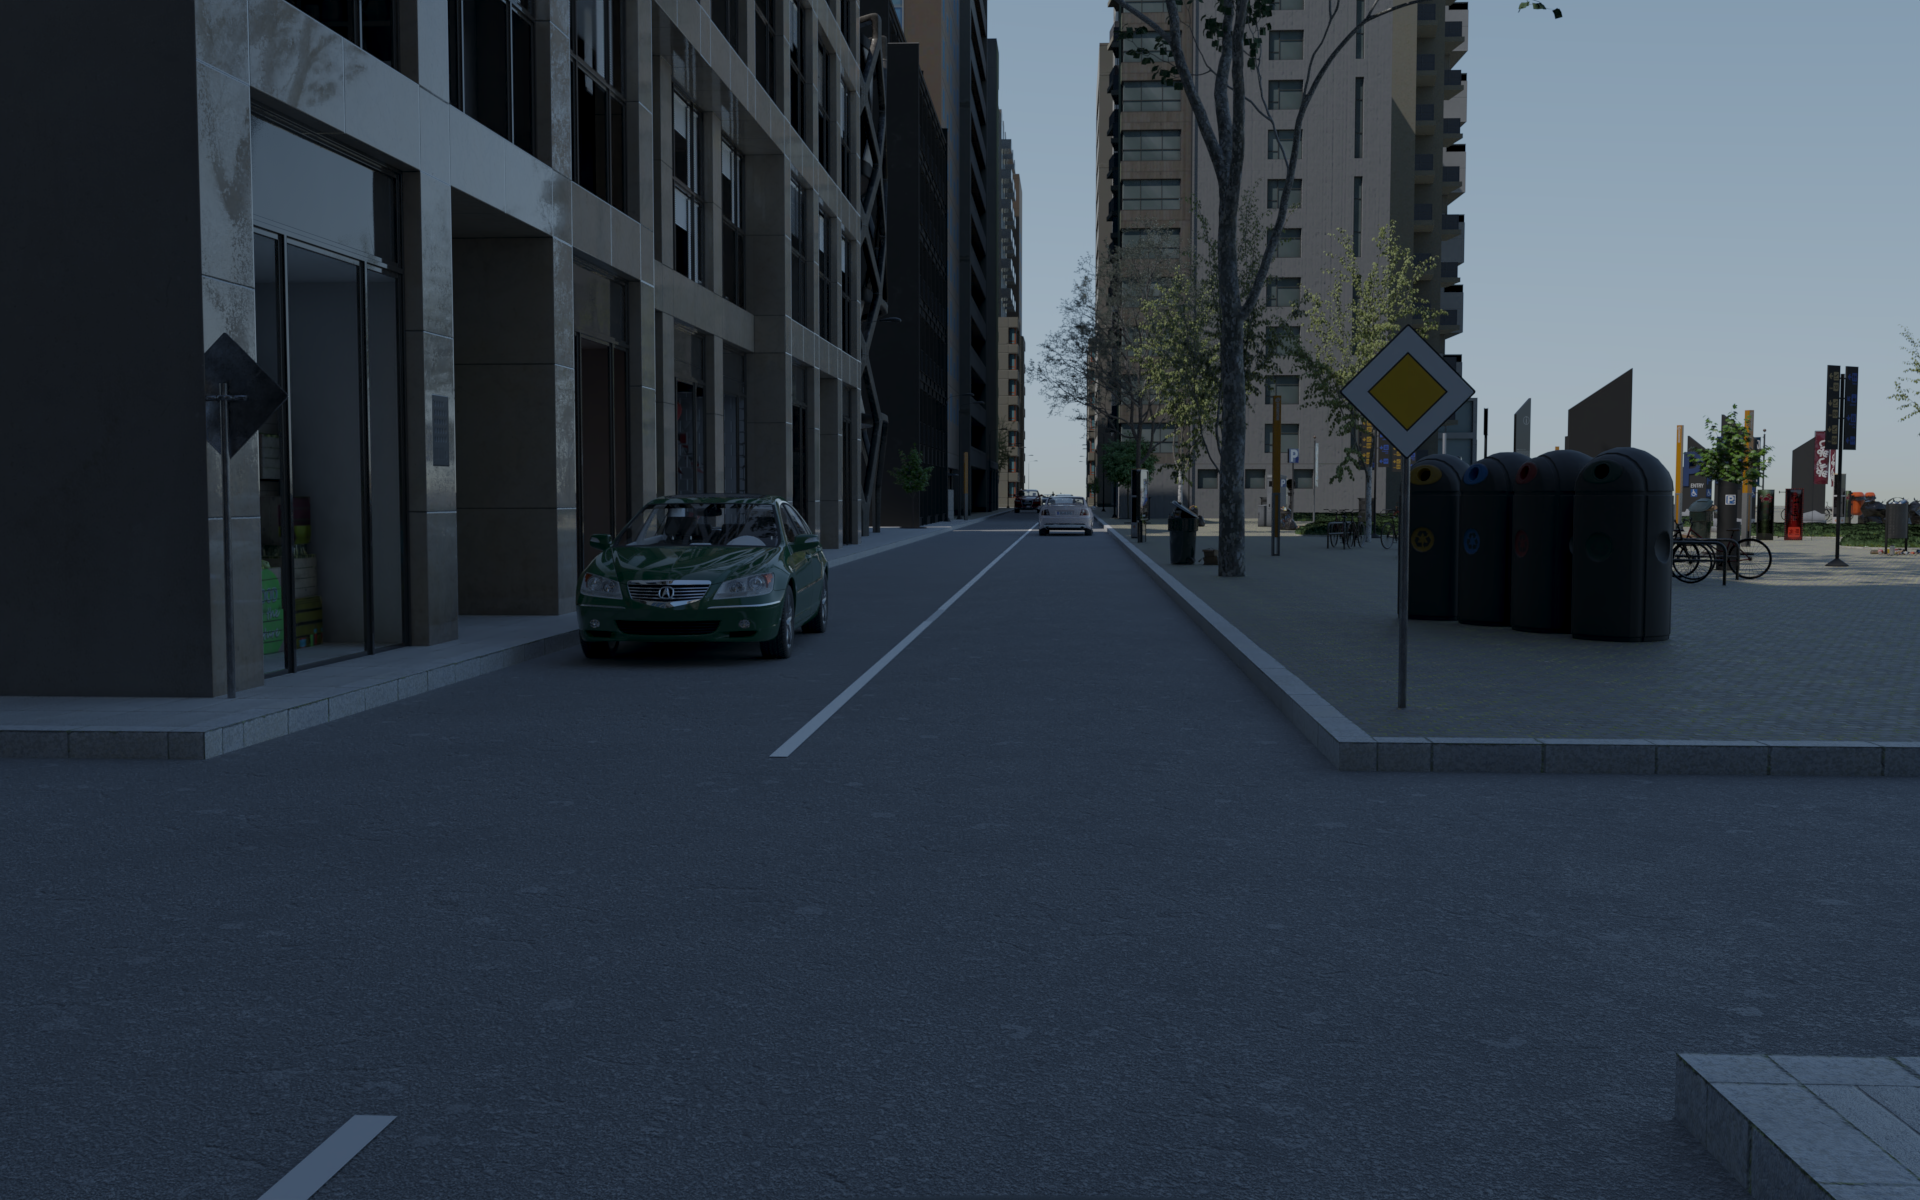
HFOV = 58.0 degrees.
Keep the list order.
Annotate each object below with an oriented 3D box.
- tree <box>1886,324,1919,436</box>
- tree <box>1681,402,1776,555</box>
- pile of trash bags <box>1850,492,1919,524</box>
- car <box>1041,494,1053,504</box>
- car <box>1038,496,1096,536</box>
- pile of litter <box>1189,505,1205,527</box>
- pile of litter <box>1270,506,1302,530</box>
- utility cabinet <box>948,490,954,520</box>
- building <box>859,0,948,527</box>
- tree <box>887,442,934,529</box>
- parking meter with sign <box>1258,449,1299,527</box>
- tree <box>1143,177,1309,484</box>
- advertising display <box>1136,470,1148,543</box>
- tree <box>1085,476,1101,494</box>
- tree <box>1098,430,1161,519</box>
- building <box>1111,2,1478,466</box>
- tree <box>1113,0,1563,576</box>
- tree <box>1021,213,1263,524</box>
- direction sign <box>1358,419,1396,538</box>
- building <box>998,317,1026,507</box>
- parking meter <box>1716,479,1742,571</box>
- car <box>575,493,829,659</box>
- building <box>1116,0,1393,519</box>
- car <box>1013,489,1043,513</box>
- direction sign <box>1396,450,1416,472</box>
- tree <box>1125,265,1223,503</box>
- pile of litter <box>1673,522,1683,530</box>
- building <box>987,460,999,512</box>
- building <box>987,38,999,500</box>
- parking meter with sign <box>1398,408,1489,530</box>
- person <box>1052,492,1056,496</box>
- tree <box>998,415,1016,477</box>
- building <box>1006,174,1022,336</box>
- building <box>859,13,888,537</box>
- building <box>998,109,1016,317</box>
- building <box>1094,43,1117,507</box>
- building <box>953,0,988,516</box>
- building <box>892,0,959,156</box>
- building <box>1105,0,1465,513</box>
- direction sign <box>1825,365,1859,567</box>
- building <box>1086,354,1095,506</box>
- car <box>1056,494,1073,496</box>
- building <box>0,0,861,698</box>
[{"bbox_3d":[34.200,-6.641,58.937,4.737,8.622,4.395,0,3,0],"label":"tree"},{"bbox_3d":[16.385,-2.566,36.559,1.663,3.219,1.824,0,3,0],"label":"tree"},{"bbox_3d":[39.476,-3.949,74.320,1.912,1.369,3.447,1,4,10],"label":"pile of trash bags"},{"bbox_3d":[12.137,-13.924,239.662,2.014,1.417,4.499,0,4,3],"label":"car"},{"bbox_3d":[3.755,-2.974,60.985,2.083,1.381,4.827,0,4,5],"label":"car"},{"bbox_3d":[8.915,-3.303,67.961,1.719,0.858,1.176,-2,4,-29],"label":"pile of litter"},{"bbox_3d":[11.756,-2.917,61.659,1.176,0.858,1.719,-1,4,-12],"label":"pile of litter"},{"bbox_3d":[-0.643,-4.627,84.336,0.318,1.500,1.173,-1,4,-21],"label":"utility cabinet"},{"bbox_3d":[-7.223,-15.008,75.051,12.332,23.373,15.834,0,4,4],"label":"building"},{"bbox_3d":[-1.671,-4.272,64.442,1.663,3.219,1.824,0,3,0],"label":"tree"},{"bbox_3d":[12.291,-4.337,67.178,0.543,3.016,1.738,-3,4,-36],"label":"parking meter with sign"},{"bbox_3d":[6.283,-5.553,41.146,4.360,8.622,3.978,0,3,0],"label":"tree"},{"bbox_3d":[4.827,-2.488,45.892,0.123,1.923,0.974,1,4,18],"label":"advertising display"},{"bbox_3d":[13.278,-10.666,168.997,1.663,3.219,1.824,0,3,0],"label":"tree"},{"bbox_3d":[8.690,-6.416,88.614,4.285,4.588,4.351,0,3,0],"label":"tree"},{"bbox_3d":[26.578,-34.044,145.864,28.713,52.752,27.495,0,4,4],"label":"building"},{"bbox_3d":[3.390,-10.362,25.303,12.611,20.169,13.585,0,3,0],"label":"tree"},{"bbox_3d":[7.873,-10.072,75.043,12.009,13.543,11.850,0,3,0],"label":"tree"},{"bbox_3d":[12.080,-3.571,50.383,0.876,3.537,0.379,3,5,39],"label":"direction sign"},{"bbox_3d":[-7.222,-20.766,184.563,27.650,21.520,28.899,0,4,4],"label":"building"},{"bbox_3d":[12.923,-1.266,29.111,0.372,1.533,0.369,0,3,0],"label":"parking meter"},{"bbox_3d":[-2.337,-0.294,16.599,2.131,1.459,4.920,0,4,2],"label":"car"},{"bbox_3d":[15.796,-19.869,96.563,14.160,30.474,14.107,0,4,4],"label":"building"},{"bbox_3d":[5.220,-7.563,132.320,2.281,1.827,5.304,0,4,4],"label":"car"},{"bbox_3d":[15.450,-4.177,60.283,0.876,3.537,0.379,3,5,41],"label":"direction sign"},{"bbox_3d":[7.472,-6.511,56.812,4.737,8.622,4.395,0,3,0],"label":"tree"},{"bbox_3d":[24.345,-2.822,60.107,1.719,0.858,1.176,0,4,4],"label":"pile of litter"},{"bbox_3d":[-7.408,-42.471,132.656,20.563,71.187,20.611,0,4,4],"label":"building"},{"bbox_3d":[-3.905,-28.607,151.320,14.154,41.232,14.086,0,4,4],"label":"building"},{"bbox_3d":[9.878,-2.396,35.431,1.738,3.016,0.543,1,4,18],"label":"parking meter with sign"},{"bbox_3d":[13.030,-14.346,243.067,1.348,1.822,0.705,-2,4,-30],"label":"person"},{"bbox_3d":[3.367,-12.931,161.788,4.737,8.622,4.395,0,3,0],"label":"tree"},{"bbox_3d":[1.368,-35.853,236.308,14.600,45.320,14.200,0,4,4],"label":"building"},{"bbox_3d":[-10.802,-11.379,53.499,16.820,18.784,16.811,0,4,4],"label":"building"},{"bbox_3d":[-4.528,-36.307,213.234,23.786,49.044,30.456,0,4,4],"label":"building"},{"bbox_3d":[24.820,-33.973,179.154,21.300,48.544,21.600,0,4,4],"label":"building"},{"bbox_3d":[-9.372,-29.863,111.962,21.300,48.544,21.600,0,4,4],"label":"building"},{"bbox_3d":[-7.368,-27.109,93.335,14.600,45.320,14.200,0,4,4],"label":"building"},{"bbox_3d":[21.147,-28.297,117.278,22.147,44.769,28.867,0,4,4],"label":"building"},{"bbox_3d":[15.562,-2.363,30.628,0.876,3.537,0.379,-2,4,-31],"label":"direction sign"},{"bbox_3d":[28.938,-22.028,205.195,27.650,21.520,28.899,0,4,4],"label":"building"},{"bbox_3d":[7.066,-6.564,117.109,2.009,1.686,4.222,0,4,4],"label":"car"},{"bbox_3d":[-13.211,-13.647,27.649,19.350,26.468,34.151,0,4,4],"label":"building"}]
